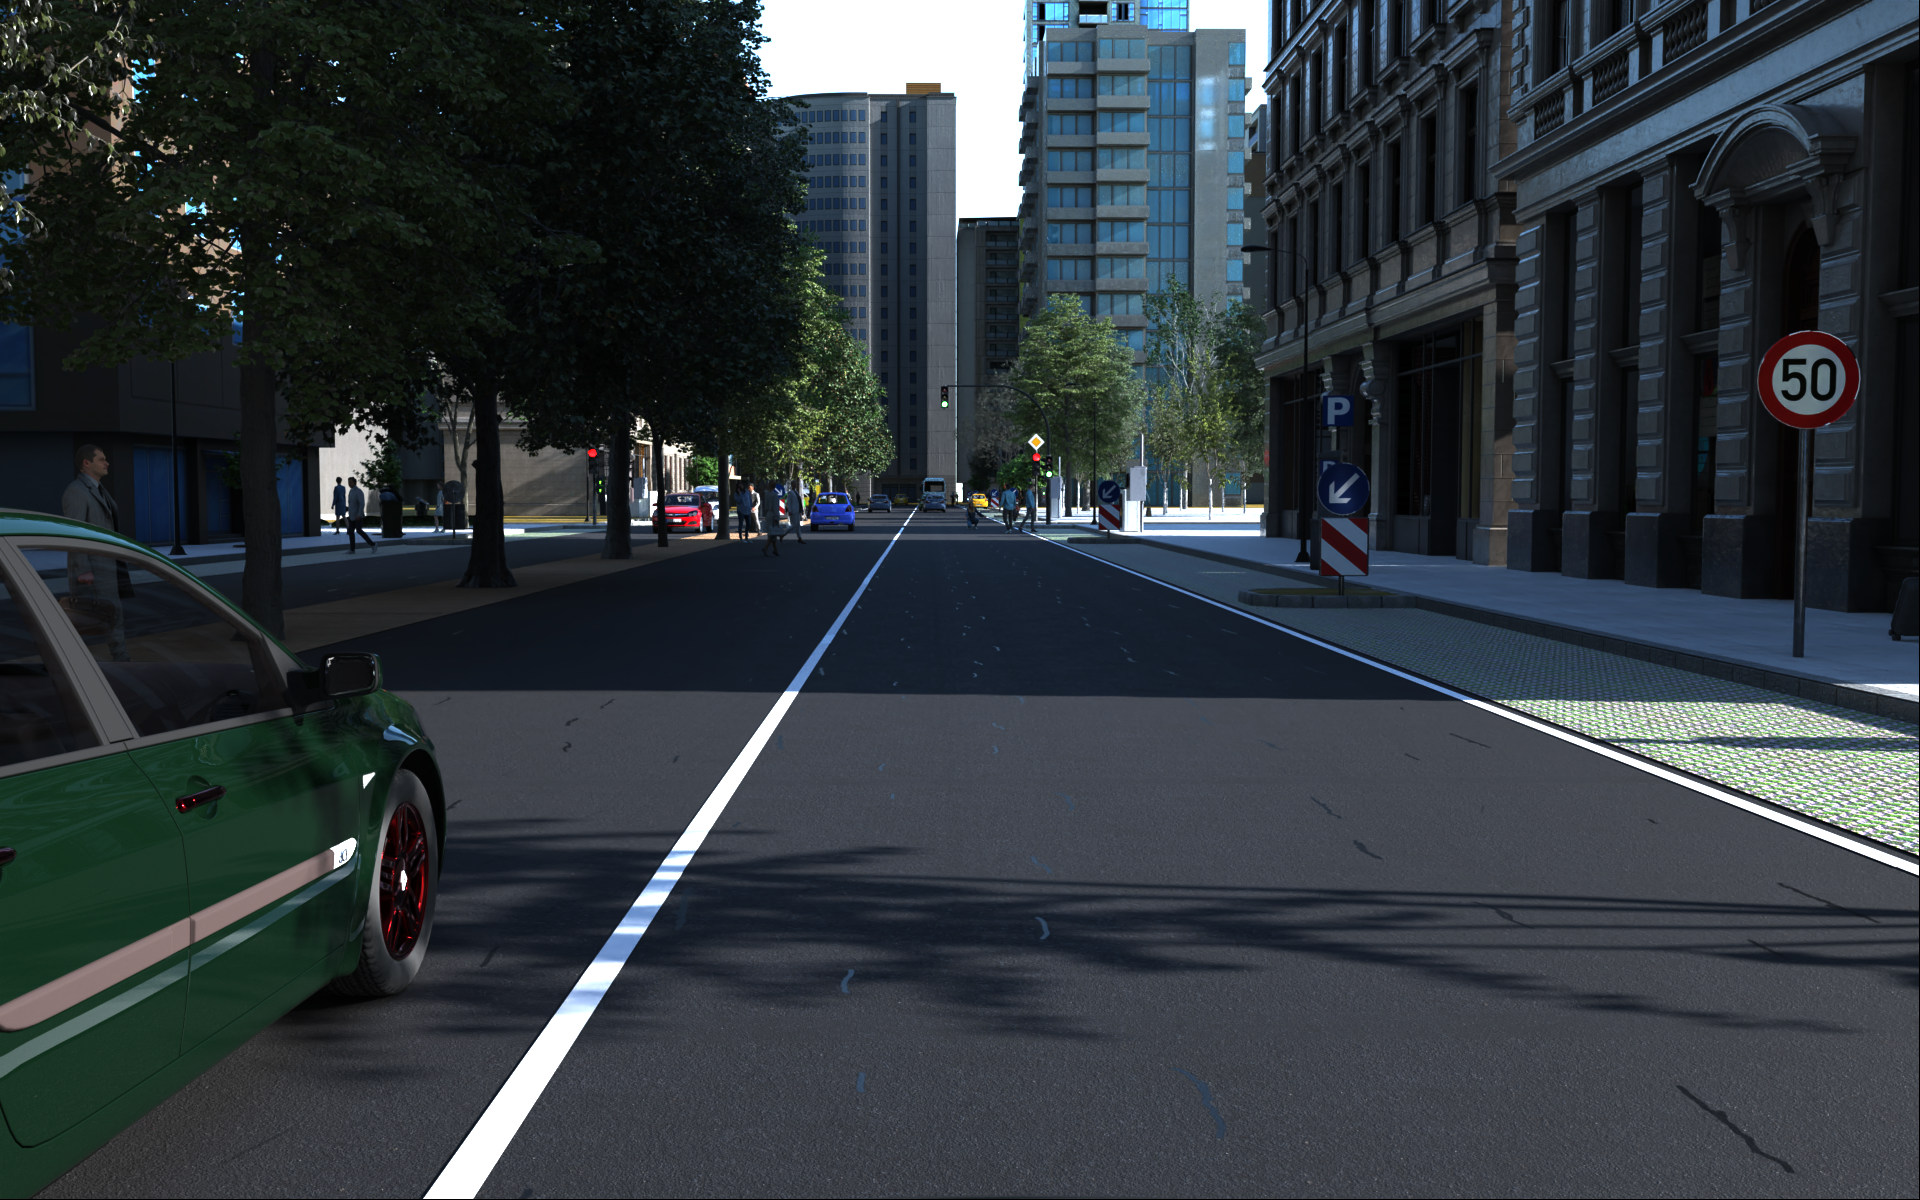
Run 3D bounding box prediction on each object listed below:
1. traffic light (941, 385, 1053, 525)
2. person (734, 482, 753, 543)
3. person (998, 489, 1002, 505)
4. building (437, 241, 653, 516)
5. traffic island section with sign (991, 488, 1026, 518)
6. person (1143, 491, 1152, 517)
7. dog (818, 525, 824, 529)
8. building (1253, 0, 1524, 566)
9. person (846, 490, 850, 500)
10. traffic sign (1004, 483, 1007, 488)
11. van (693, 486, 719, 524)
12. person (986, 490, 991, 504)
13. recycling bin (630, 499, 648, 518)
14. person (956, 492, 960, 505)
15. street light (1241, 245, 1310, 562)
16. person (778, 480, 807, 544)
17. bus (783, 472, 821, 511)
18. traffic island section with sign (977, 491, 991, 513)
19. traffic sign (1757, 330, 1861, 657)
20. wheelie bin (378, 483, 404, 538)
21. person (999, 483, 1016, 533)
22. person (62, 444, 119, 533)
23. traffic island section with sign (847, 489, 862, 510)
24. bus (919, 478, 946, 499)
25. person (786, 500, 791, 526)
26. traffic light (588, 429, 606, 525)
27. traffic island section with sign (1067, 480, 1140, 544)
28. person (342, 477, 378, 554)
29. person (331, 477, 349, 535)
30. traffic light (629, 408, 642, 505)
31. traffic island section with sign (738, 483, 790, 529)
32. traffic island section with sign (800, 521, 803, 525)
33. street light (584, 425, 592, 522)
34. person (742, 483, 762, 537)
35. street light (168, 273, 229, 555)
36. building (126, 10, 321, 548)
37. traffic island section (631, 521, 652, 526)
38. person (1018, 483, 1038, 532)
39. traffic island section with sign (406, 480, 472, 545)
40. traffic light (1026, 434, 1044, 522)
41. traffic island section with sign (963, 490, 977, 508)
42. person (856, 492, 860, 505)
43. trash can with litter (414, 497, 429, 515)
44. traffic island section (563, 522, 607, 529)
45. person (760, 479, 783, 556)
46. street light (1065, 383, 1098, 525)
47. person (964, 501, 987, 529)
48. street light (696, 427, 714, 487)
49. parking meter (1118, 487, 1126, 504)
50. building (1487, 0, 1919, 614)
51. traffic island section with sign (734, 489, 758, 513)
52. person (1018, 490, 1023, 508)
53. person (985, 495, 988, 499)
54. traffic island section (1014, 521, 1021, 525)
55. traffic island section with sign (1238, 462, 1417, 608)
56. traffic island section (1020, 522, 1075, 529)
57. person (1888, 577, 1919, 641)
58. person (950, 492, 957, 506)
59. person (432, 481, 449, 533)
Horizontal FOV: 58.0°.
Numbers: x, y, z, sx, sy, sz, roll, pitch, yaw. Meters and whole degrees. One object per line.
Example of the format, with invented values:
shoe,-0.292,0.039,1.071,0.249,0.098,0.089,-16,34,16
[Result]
traffic light,1.578,-5.965,72.188,4.771,5.953,1.251,0,4,-1
person,-6.333,-2.562,50.660,0.793,1.790,0.793,1,4,16
person,4.634,-12.121,204.215,0.705,1.824,1.348,-2,4,-35
building,-25.541,-15.308,101.191,10.553,20.767,40.483,0,4,-1
traffic island section with sign,3.075,-5.916,105.354,1.989,1.847,2.006,0,4,-1
person,7.494,-3.957,71.228,0.782,1.767,0.515,1,4,10
dog,-5.783,-3.223,71.985,0.406,0.507,0.540,-2,4,-26
building,13.466,-12.185,50.135,10.553,20.767,40.483,0,4,-1
person,-9.668,-8.521,148.086,0.678,1.792,0.850,1,4,14
traffic sign,4.119,-8.947,146.282,0.884,2.594,0.081,0,4,2
van,-12.197,-4.688,83.662,2.013,2.044,4.112,0,4,-3
person,3.845,-13.259,222.905,1.350,1.814,0.705,1,4,17
recycling bin,-17.508,-5.005,94.383,0.722,1.027,0.722,2,4,35
person,-0.304,-13.652,232.527,0.721,1.723,1.217,-1,4,-23
street light,5.934,-3.666,32.476,1.470,5.913,1.316,0,4,-1
person,-4.832,-2.540,49.905,0.818,1.842,0.514,0,4,-1
bus,-13.596,-9.645,149.244,2.896,3.916,12.252,0,4,-2
traffic island section with sign,2.523,-7.592,132.754,1.989,1.847,2.006,0,4,-1
traffic sign,6.598,-0.822,13.553,0.768,2.556,0.104,0,4,7
wheelie bin,-16.630,-2.612,50.614,0.693,1.594,0.980,-2,4,-24
person,1.770,-3.347,63.244,0.660,1.820,0.620,-2,4,-34
person,-6.623,-0.287,13.290,0.767,1.812,0.694,-1,4,-12
traffic island section with sign,-9.810,-8.984,155.020,2.006,1.907,1.989,0,4,-1
bus,-3.195,-12.771,203.658,2.948,3.499,13.247,0,4,-2
person,-7.510,-4.063,77.519,0.503,1.515,0.523,-2,4,-34
traffic light,-15.190,-5.080,71.985,0.839,4.253,0.868,0,4,-1
traffic island section with sign,4.149,-2.554,50.388,1.989,1.847,2.006,0,4,-1
person,-14.356,-2.020,41.371,0.795,1.843,0.661,-3,5,-41
person,-19.527,-2.968,54.599,0.654,1.822,0.581,3,5,40
traffic light,-13.257,-6.445,80.044,4.771,5.953,1.251,0,4,-1
traffic island section with sign,-8.188,-3.936,72.490,2.006,1.907,1.989,0,4,-1
traffic island section with sign,-8.324,-4.389,79.896,2.006,1.907,1.989,0,4,-1
street light,-16.767,-6.597,80.409,1.470,5.913,1.316,0,4,-1
person,-6.977,-3.026,58.256,0.678,1.792,0.850,2,4,32
street light,-15.928,-3.899,36.287,1.470,5.913,1.316,0,4,-1
building,-25.909,-24.130,44.641,14.600,45.320,14.200,0,4,-1
traffic island section,-15.387,-3.536,80.102,2.009,0.180,2.903,0,4,-1
person,2.563,-3.447,64.724,0.748,1.841,0.638,1,4,15
traffic island section with sign,-14.452,-2.477,49.127,1.989,1.847,2.006,0,4,-1
traffic light,3.511,-5.592,80.353,0.839,4.253,0.868,0,4,-1
traffic island section with sign,1.550,-10.616,182.203,1.989,1.847,2.006,0,4,-1
person,-13.269,-13.260,225.851,0.434,1.755,0.990,-2,4,-34
trash can with litter,-22.316,-3.746,72.630,1.055,1.170,0.624,0,4,4
traffic island section,-15.230,-3.048,72.119,2.009,0.180,2.903,0,4,-1
person,-4.380,-1.905,40.001,0.624,1.780,0.694,-2,4,-30
street light,5.087,-6.103,72.327,1.470,5.913,1.316,0,4,-1
person,0.604,-3.477,70.846,1.012,1.151,0.738,-1,4,-10
street light,-17.711,-9.028,120.146,1.470,5.913,1.316,0,4,-1
parking meter,6.082,-3.428,64.455,0.372,1.533,0.369,0,3,0
building,14.339,-11.680,19.854,11.050,23.489,19.941,0,4,-1
traffic island section with sign,-16.078,-7.527,131.689,1.989,1.847,2.006,0,4,-1
person,5.567,-9.456,160.780,0.705,1.807,1.348,-1,4,-10
person,3.570,-13.220,225.418,0.697,1.427,0.421,1,4,15
traffic island section,3.551,-3.559,80.468,2.009,0.180,2.903,0,4,-1
traffic island section with sign,4.696,-0.850,22.532,1.989,1.847,2.006,0,4,-1
traffic island section,3.708,-3.071,72.485,2.009,0.180,2.903,0,4,-1
person,8.447,-0.499,14.416,0.699,1.804,1.509,0,4,4
person,-0.802,-12.314,210.563,0.721,1.736,1.217,3,5,42
person,-17.125,-3.067,57.200,0.522,1.701,0.512,0,4,7
